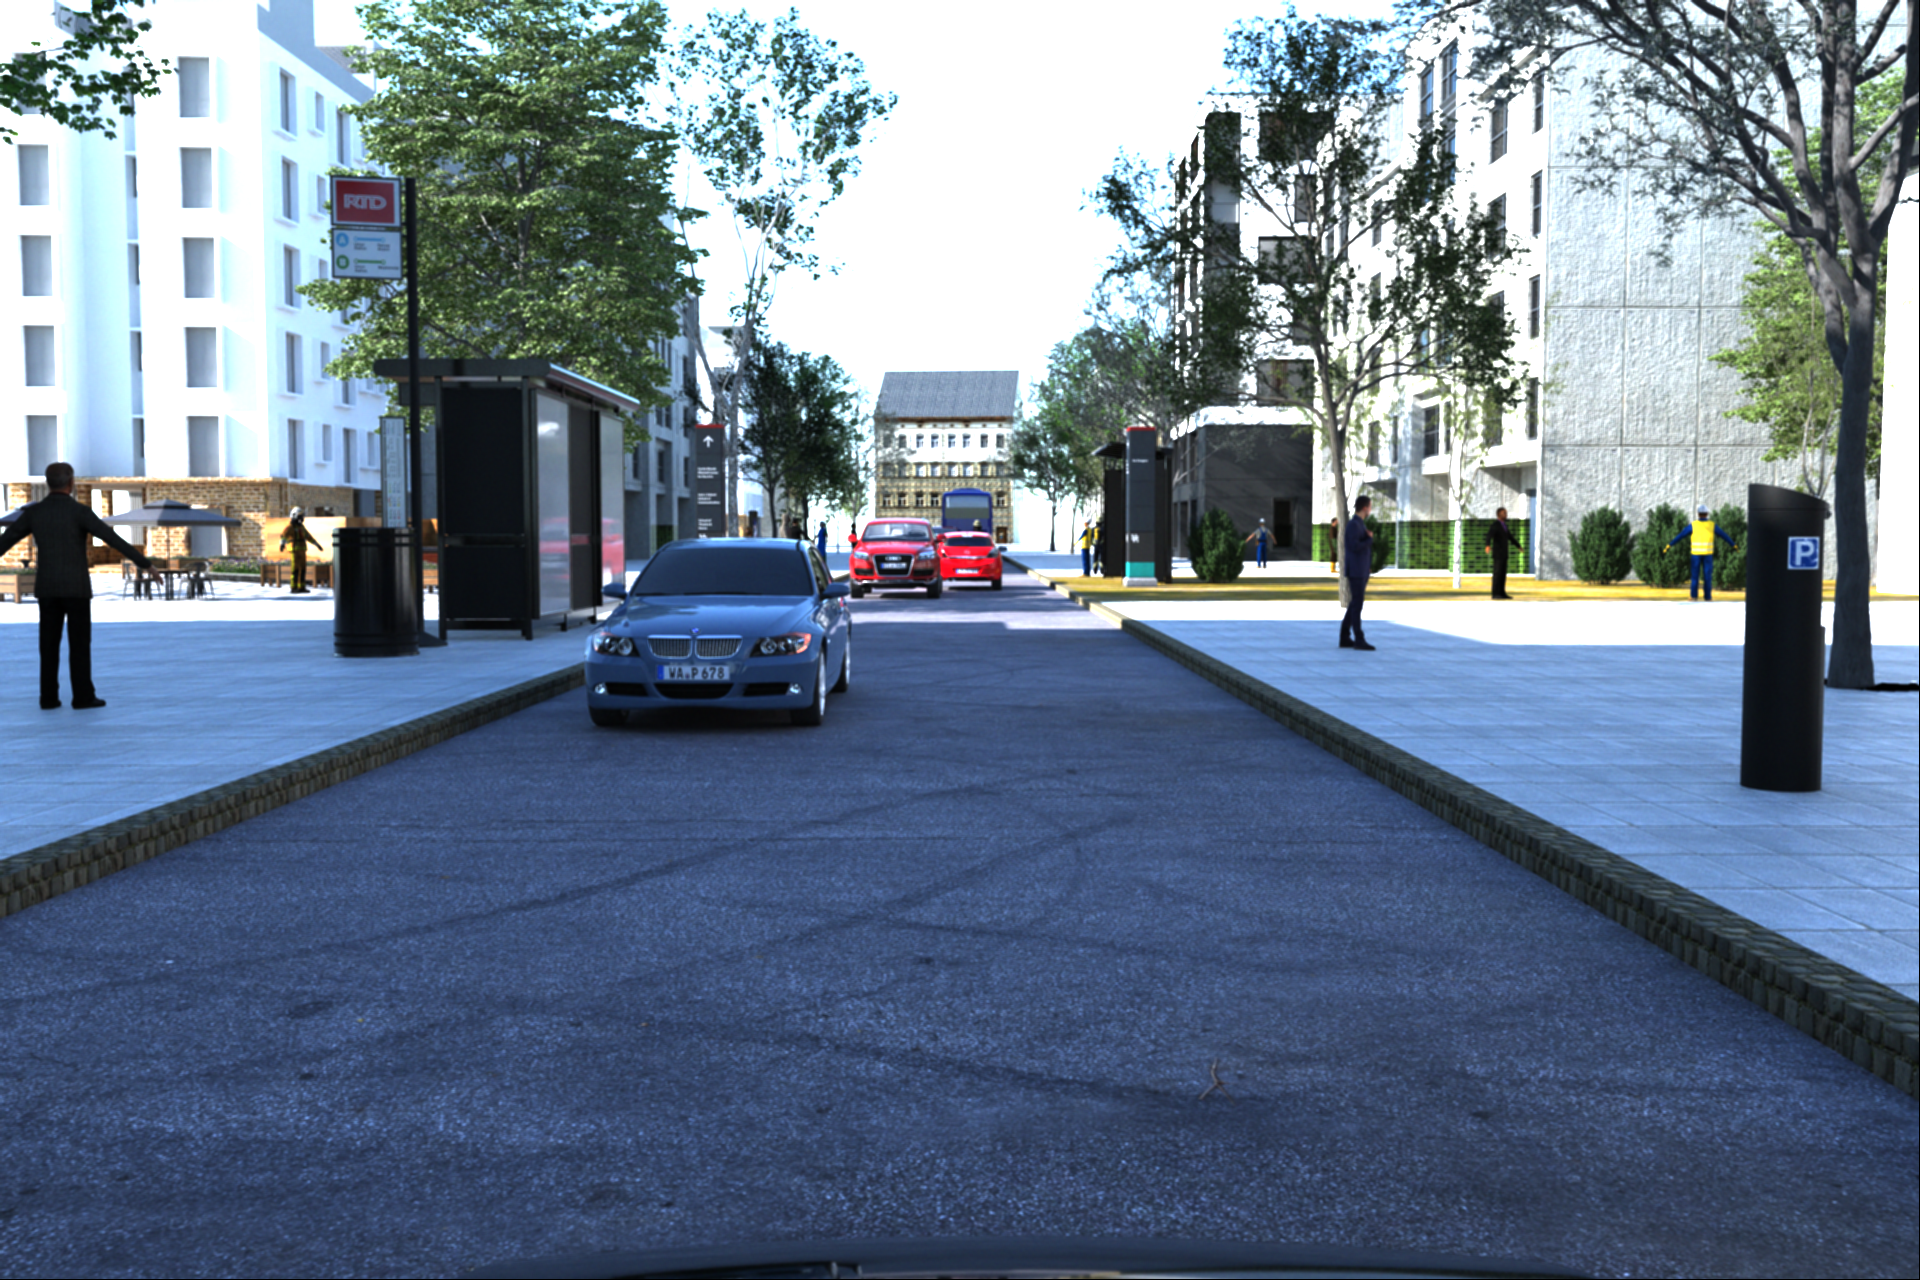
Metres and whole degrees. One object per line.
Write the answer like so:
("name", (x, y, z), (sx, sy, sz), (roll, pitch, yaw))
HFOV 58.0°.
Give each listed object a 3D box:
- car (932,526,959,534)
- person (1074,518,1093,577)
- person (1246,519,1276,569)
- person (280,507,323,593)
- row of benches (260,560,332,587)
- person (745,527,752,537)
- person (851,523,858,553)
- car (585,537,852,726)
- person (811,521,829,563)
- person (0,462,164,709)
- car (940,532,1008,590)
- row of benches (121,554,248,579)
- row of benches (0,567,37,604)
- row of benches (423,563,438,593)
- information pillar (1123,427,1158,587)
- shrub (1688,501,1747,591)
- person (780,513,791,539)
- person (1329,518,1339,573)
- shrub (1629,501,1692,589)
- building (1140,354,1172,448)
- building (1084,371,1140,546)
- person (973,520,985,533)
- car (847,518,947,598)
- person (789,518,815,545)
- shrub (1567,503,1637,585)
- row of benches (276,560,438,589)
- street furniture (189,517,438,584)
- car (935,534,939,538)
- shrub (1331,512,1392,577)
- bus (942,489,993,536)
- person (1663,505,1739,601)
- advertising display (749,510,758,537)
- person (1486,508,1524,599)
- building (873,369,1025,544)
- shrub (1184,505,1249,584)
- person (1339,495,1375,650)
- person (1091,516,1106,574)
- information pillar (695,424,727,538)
("car", (-0.842, -4.608, 84.009), (2.281, 1.827, 5.304), (0, 4, 0))
("person", (3.715, -2.784, 51.983), (0.721, 1.772, 1.216), (2, 4, 27))
("person", (11.127, -3.552, 63.928), (1.347, 1.847, 0.705), (-1, 4, -21))
("person", (-14.336, -1.945, 37.566), (0.705, 1.858, 1.354), (1, 4, 17))
("row of benches", (-15.001, -1.659, 42.582), (4.104, 0.672, 1.422), (0, 4, -3))
("person", (-4.333, -1.624, 35.820), (0.991, 1.433, 0.599), (1, 4, 15))
("person", (-4.331, -3.997, 72.078), (0.721, 1.740, 1.216), (0, 4, -8))
("car", (-1.882, -0.152, 14.480), (2.014, 1.417, 4.499), (0, 4, 0))
("person", (-5.524, -3.849, 69.066), (0.704, 1.817, 1.347), (-2, 4, -33))
("person", (-6.588, -0.402, 12.759), (1.348, 1.807, 0.705), (0, 4, -2))
("car", (0.185, -2.229, 45.486), (2.155, 1.783, 4.494), (0, 4, 0))
("row of benches", (-22.950, -2.208, 51.557), (1.422, 0.672, 4.104), (2, 4, 27))
("row of benches", (-18.736, -1.068, 32.921), (4.104, 0.672, 1.422), (2, 4, 30))
("row of benches", (-11.072, -1.325, 37.133), (4.104, 0.672, 1.422), (1, 4, 23))
("information pillar", (4.390, -3.226, 42.119), (0.750, 3.857, 0.750), (0, 4, -2))
("shrub", (17.291, -2.114, 38.980), (1.690, 2.028, 1.600), (0, 3, 0))
("person", (-4.374, -2.305, 43.811), (0.705, 1.813, 1.348), (-1, 4, -9))
("person", (12.314, -3.102, 56.855), (0.704, 1.812, 1.346), (1, 4, 19))
("shrub", (16.724, -2.263, 41.036), (1.661, 2.075, 1.752), (0, 3, 0))
("building", (26.476, -19.950, 157.114), (19.493, 23.208, 18.063), (0, 4, 0))
("building", (22.672, -19.466, 184.725), (16.747, 18.905, 31.486), (0, 4, 0))
("person", (0.519, -2.713, 52.600), (1.354, 1.856, 0.705), (-2, 4, -30))
("car", (-1.436, -1.935, 40.317), (2.281, 1.827, 5.304), (0, 4, 0))
("person", (-5.584, -3.237, 58.866), (1.347, 1.837, 0.705), (1, 4, 20))
("shrub", (16.176, -2.417, 43.560), (1.661, 2.075, 1.752), (0, 3, 0))
("row of benches", (-14.174, -1.560, 40.964), (4.104, 0.672, 1.422), (1, 4, 13))
("street furniture", (-17.758, -2.559, 48.697), (11.010, 1.723, 9.812), (-3, 5, -44))
("car", (-1.230, -3.537, 68.054), (2.015, 1.641, 3.980), (0, 4, 0))
("shrub", (11.813, -2.868, 50.929), (1.661, 2.075, 1.752), (0, 3, 0))
("bus", (0.392, -6.193, 92.794), (2.896, 3.916, 12.251), (0, 4, 0))
("person", (14.202, -1.663, 33.161), (1.349, 1.833, 0.705), (1, 4, 16))
("advertising display", (-5.693, -2.602, 47.757), (0.123, 1.923, 0.974), (0, 4, 1))
("person", (10.682, -1.708, 34.143), (1.346, 1.802, 0.704), (-3, 5, -43))
("building", (-1.079, -24.301, 230.705), (18.063, 23.208, 19.493), (0, 4, 6))
("shrub", (6.613, -2.457, 44.592), (1.690, 2.028, 1.600), (0, 3, 0))
("person", (4.444, -0.755, 19.311), (0.530, 1.710, 0.541), (2, 4, 33))
("person", (4.443, -3.015, 55.069), (1.354, 1.856, 0.705), (2, 4, 27))
("information pillar", (-5.909, -3.166, 41.141), (0.750, 3.857, 0.750), (0, 3, 0))
